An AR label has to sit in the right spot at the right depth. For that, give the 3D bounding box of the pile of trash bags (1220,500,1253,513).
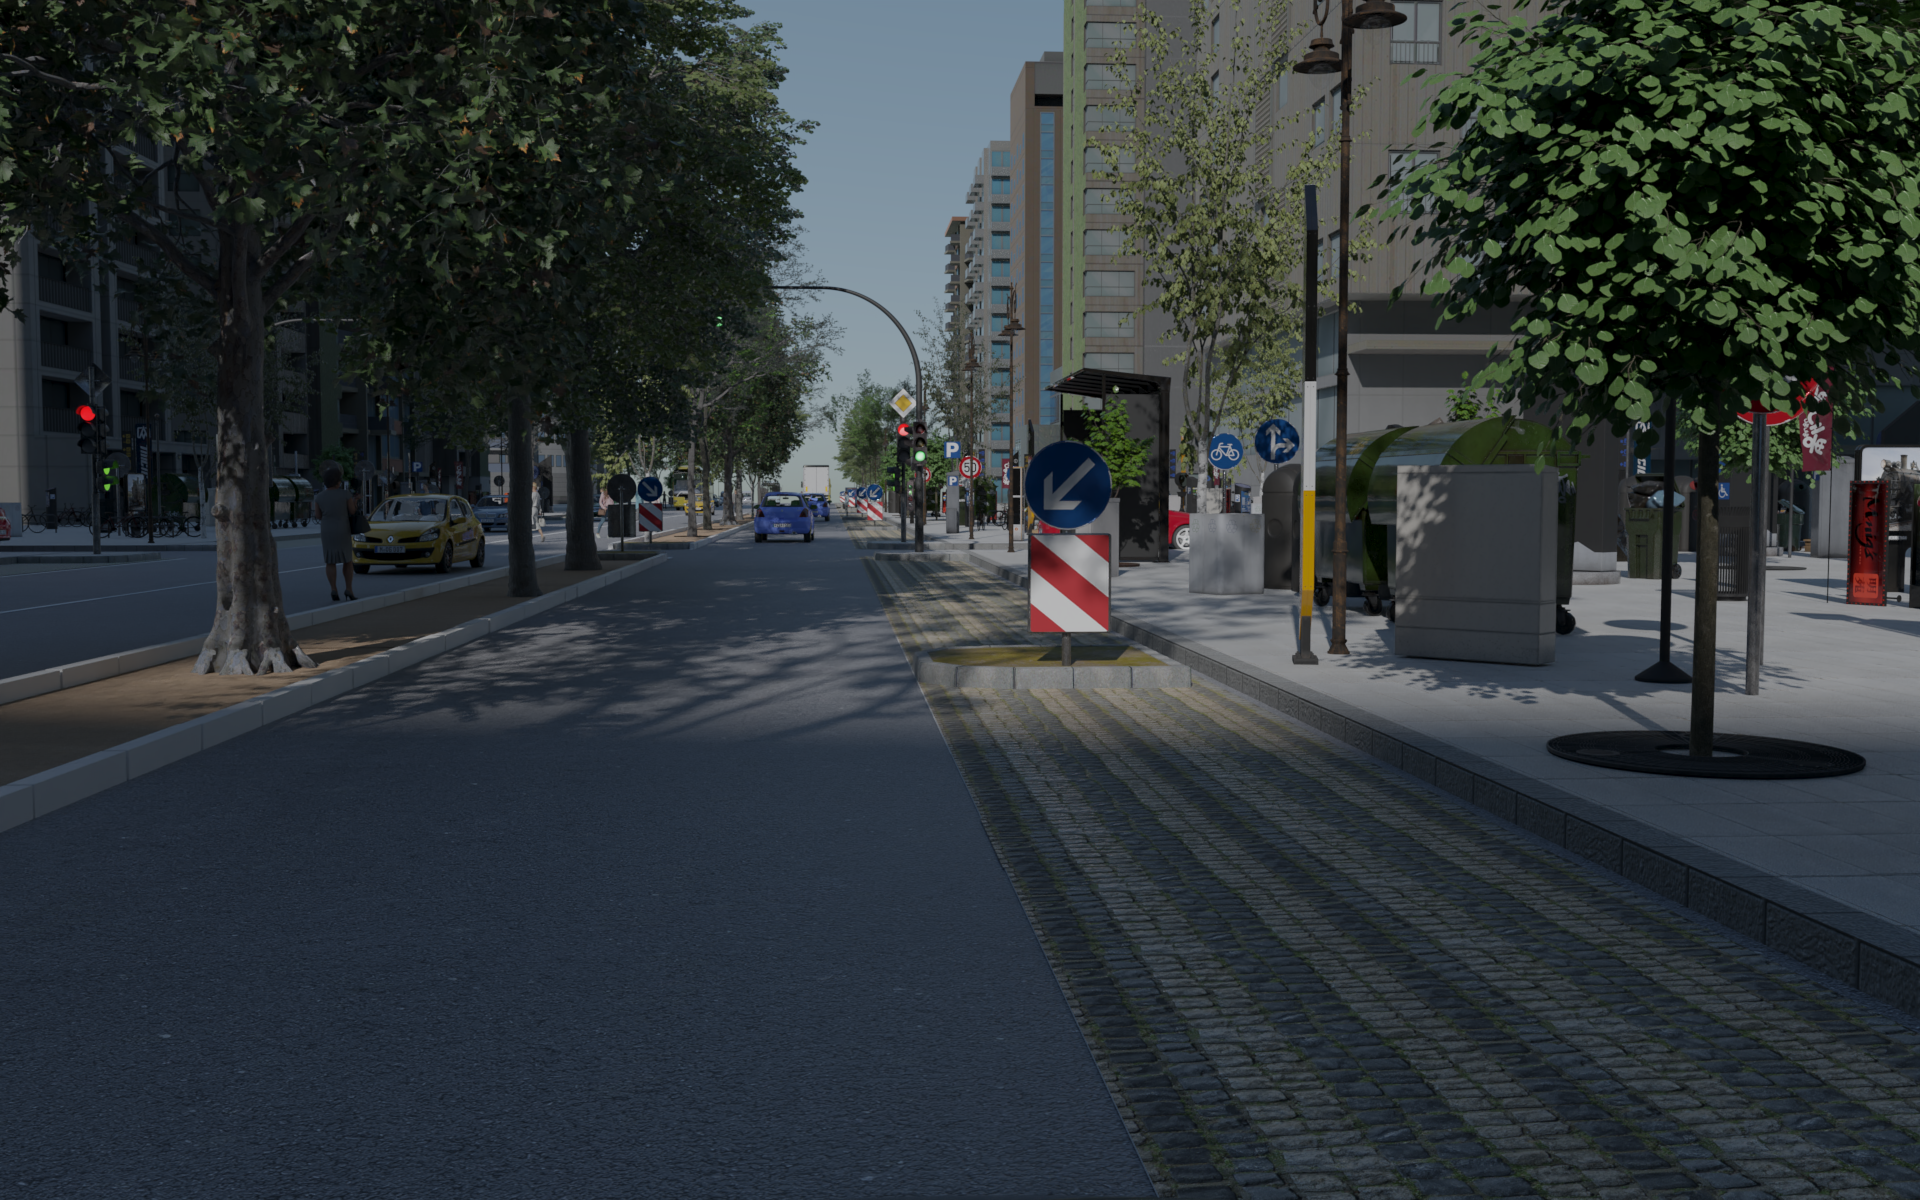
[{"bbox_3d":[11.089,-3.377,64.961,1.912,1.369,3.447,3,5,39],"label":"pile of trash bags"}]

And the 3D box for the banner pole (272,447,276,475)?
[{"bbox_3d":[-36.722,-6.288,92.829,0.401,3.779,0.863,-2,4,-29],"label":"banner pole"}]

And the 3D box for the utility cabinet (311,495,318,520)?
[{"bbox_3d":[-31.728,-4.590,86.208,0.306,1.237,1.020,3,5,43],"label":"utility cabinet"}]

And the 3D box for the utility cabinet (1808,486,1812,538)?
[{"bbox_3d":[24.497,-2.525,49.964,1.173,1.500,0.318,0,4,-5],"label":"utility cabinet"}]

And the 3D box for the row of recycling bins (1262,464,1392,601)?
[{"bbox_3d":[4.983,-0.925,22.243,1.069,1.692,3.534,-1,4,-21],"label":"row of recycling bins"}]

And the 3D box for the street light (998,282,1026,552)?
[{"bbox_3d":[1.125,-3.984,37.933,0.468,5.910,1.993,0,4,-4],"label":"street light"}]

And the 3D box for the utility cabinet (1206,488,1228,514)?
[{"bbox_3d":[9.946,-3.590,67.377,1.173,1.500,0.318,2,4,34],"label":"utility cabinet"}]

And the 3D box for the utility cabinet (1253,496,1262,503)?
[{"bbox_3d":[9.126,-2.549,52.833,0.306,1.237,1.020,1,4,16],"label":"utility cabinet"}]

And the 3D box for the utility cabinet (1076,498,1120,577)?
[{"bbox_3d":[2.100,-0.940,26.533,0.306,1.237,1.020,2,4,29],"label":"utility cabinet"}]

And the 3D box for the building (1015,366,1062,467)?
[{"bbox_3d":[17.670,-51.440,153.717,22.319,86.520,31.000,0,4,-4],"label":"building"}]

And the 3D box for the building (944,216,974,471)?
[{"bbox_3d":[8.989,-37.480,267.414,22.147,44.769,28.867,0,4,-4],"label":"building"}]

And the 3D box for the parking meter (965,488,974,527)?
[{"bbox_3d":[0.377,-3.636,67.860,0.372,1.533,0.369,0,3,0],"label":"parking meter"}]

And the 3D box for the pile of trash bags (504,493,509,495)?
[{"bbox_3d":[-30.947,-6.362,113.775,3.447,1.369,1.912,-3,5,-45],"label":"pile of trash bags"}]

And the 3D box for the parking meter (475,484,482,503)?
[{"bbox_3d":[-26.858,-5.562,96.652,0.255,1.863,0.399,0,4,4],"label":"parking meter"}]

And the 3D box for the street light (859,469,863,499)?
[{"bbox_3d":[-11.657,-14.359,207.556,0.468,5.910,1.993,0,4,-4],"label":"street light"}]

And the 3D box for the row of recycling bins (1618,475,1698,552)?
[{"bbox_3d":[15.774,-1.918,38.475,3.534,1.692,1.069,-3,4,-37],"label":"row of recycling bins"}]

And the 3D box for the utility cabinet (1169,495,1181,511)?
[{"bbox_3d":[10.010,-4.373,82.659,1.020,1.237,0.306,0,4,-3],"label":"utility cabinet"}]

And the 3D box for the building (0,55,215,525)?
[{"bbox_3d":[-46.923,-39.200,79.177,20.563,71.187,20.611,0,4,-4],"label":"building"}]

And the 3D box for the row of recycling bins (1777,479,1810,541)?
[{"bbox_3d":[21.660,-2.512,48.176,3.534,1.692,1.069,1,4,16],"label":"row of recycling bins"}]

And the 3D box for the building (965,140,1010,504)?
[{"bbox_3d":[12.421,-37.721,236.347,23.786,49.044,30.456,0,4,-4],"label":"building"}]

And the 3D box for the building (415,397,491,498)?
[{"bbox_3d":[-50.436,-23.383,154.008,14.160,30.474,14.107,0,4,-4],"label":"building"}]

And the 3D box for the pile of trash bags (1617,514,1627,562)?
[{"bbox_3d":[12.394,-1.505,34.366,1.912,1.369,3.447,2,4,25],"label":"pile of trash bags"}]

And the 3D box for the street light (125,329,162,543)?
[{"bbox_3d":[-21.112,-4.419,45.031,0.468,5.910,1.993,0,4,-4],"label":"street light"}]

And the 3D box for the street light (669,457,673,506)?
[{"bbox_3d":[-32.262,-13.474,193.094,0.468,5.910,1.993,0,4,-4],"label":"street light"}]

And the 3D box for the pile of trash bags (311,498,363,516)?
[{"bbox_3d":[-33.910,-5.165,94.200,1.912,1.369,3.447,2,4,29],"label":"pile of trash bags"}]

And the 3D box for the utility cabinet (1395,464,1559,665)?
[{"bbox_3d":[3.949,-0.281,13.270,1.173,1.500,0.318,3,5,42],"label":"utility cabinet"}]

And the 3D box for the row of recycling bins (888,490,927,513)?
[{"bbox_3d":[-3.529,-6.657,115.953,1.069,1.692,3.534,-3,5,-44],"label":"row of recycling bins"}]

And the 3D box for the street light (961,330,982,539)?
[{"bbox_3d":[0.326,-4.654,48.886,0.468,5.910,1.993,0,4,-4],"label":"street light"}]

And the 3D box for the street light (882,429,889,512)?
[{"bbox_3d":[-5.376,-9.280,124.515,0.468,5.910,1.993,0,4,-4],"label":"street light"}]

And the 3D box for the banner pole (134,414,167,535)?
[{"bbox_3d":[-25.205,-3.909,53.928,0.863,3.779,0.401,-1,4,-19],"label":"banner pole"}]

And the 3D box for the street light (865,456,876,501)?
[{"bbox_3d":[-8.935,-12.217,172.538,0.468,5.910,1.993,0,4,-4],"label":"street light"}]

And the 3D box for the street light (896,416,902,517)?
[{"bbox_3d":[-3.311,-7.602,97.074,0.468,5.910,1.993,0,4,-4],"label":"street light"}]

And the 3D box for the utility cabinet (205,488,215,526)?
[{"bbox_3d":[-29.207,-3.652,68.390,0.318,1.500,1.173,2,4,30],"label":"utility cabinet"}]

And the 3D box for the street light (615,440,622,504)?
[{"bbox_3d":[-28.533,-10.532,144.991,0.468,5.910,1.993,0,4,-4],"label":"street light"}]

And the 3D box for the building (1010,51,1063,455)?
[{"bbox_3d":[12.711,-32.239,177.225,14.600,45.320,14.200,0,4,-4],"label":"building"}]

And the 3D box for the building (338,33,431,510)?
[{"bbox_3d":[-53.431,-29.166,131.487,22.147,44.769,28.867,0,4,-4],"label":"building"}]

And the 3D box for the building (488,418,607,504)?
[{"bbox_3d":[-59.106,-41.972,228.241,21.231,58.520,28.212,0,4,-4],"label":"building"}]

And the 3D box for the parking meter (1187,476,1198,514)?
[{"bbox_3d":[7.701,-3.158,57.339,0.255,1.863,0.399,-1,4,-22],"label":"parking meter"}]

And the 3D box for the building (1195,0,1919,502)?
[{"bbox_3d":[26.114,-29.816,76.727,27.495,52.752,28.713,0,4,-4],"label":"building"}]

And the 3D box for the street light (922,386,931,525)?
[{"bbox_3d":[-1.472,-6.119,72.839,0.468,5.910,1.993,0,4,-4],"label":"street light"}]

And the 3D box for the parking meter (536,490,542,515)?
[{"bbox_3d":[-25.256,-5.835,103.808,0.372,1.533,0.369,0,3,0],"label":"parking meter"}]

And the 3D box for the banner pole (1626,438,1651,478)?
[{"bbox_3d":[19.308,-3.638,49.490,0.863,3.779,0.401,1,4,21],"label":"banner pole"}]

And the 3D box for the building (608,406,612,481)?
[{"bbox_3d":[-57.865,-29.282,250.465,14.160,30.474,14.107,0,4,-4],"label":"building"}]

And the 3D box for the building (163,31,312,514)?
[{"bbox_3d":[-47.034,-20.434,105.794,14.160,30.474,14.107,0,4,-4],"label":"building"}]

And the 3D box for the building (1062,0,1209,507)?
[{"bbox_3d":[14.565,-27.396,131.518,14.154,41.232,14.086,0,4,-4],"label":"building"}]

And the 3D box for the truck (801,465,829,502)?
[{"bbox_3d":[-14.339,-11.198,171.994,2.839,4.237,11.283,0,4,-6],"label":"truck"}]

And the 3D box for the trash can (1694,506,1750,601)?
[{"bbox_3d":[9.246,-0.564,20.879,0.748,1.137,0.748,0,3,0],"label":"trash can"}]

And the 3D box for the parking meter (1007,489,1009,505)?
[{"bbox_3d":[3.054,-6.018,104.097,0.399,1.863,0.255,1,4,8],"label":"parking meter"}]

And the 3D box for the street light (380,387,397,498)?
[{"bbox_3d":[-22.713,-5.873,68.816,0.468,5.910,1.993,0,4,-4],"label":"street light"}]

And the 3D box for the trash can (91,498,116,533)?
[{"bbox_3d":[-28.241,-2.783,57.163,0.748,1.137,0.748,0,3,0],"label":"trash can"}]

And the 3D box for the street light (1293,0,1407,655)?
[{"bbox_3d":[3.043,-2.505,13.741,0.468,5.910,1.993,0,4,-4],"label":"street light"}]

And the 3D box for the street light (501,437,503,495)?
[{"bbox_3d":[-24.702,-7.373,93.343,0.468,5.910,1.993,0,4,-4],"label":"street light"}]
